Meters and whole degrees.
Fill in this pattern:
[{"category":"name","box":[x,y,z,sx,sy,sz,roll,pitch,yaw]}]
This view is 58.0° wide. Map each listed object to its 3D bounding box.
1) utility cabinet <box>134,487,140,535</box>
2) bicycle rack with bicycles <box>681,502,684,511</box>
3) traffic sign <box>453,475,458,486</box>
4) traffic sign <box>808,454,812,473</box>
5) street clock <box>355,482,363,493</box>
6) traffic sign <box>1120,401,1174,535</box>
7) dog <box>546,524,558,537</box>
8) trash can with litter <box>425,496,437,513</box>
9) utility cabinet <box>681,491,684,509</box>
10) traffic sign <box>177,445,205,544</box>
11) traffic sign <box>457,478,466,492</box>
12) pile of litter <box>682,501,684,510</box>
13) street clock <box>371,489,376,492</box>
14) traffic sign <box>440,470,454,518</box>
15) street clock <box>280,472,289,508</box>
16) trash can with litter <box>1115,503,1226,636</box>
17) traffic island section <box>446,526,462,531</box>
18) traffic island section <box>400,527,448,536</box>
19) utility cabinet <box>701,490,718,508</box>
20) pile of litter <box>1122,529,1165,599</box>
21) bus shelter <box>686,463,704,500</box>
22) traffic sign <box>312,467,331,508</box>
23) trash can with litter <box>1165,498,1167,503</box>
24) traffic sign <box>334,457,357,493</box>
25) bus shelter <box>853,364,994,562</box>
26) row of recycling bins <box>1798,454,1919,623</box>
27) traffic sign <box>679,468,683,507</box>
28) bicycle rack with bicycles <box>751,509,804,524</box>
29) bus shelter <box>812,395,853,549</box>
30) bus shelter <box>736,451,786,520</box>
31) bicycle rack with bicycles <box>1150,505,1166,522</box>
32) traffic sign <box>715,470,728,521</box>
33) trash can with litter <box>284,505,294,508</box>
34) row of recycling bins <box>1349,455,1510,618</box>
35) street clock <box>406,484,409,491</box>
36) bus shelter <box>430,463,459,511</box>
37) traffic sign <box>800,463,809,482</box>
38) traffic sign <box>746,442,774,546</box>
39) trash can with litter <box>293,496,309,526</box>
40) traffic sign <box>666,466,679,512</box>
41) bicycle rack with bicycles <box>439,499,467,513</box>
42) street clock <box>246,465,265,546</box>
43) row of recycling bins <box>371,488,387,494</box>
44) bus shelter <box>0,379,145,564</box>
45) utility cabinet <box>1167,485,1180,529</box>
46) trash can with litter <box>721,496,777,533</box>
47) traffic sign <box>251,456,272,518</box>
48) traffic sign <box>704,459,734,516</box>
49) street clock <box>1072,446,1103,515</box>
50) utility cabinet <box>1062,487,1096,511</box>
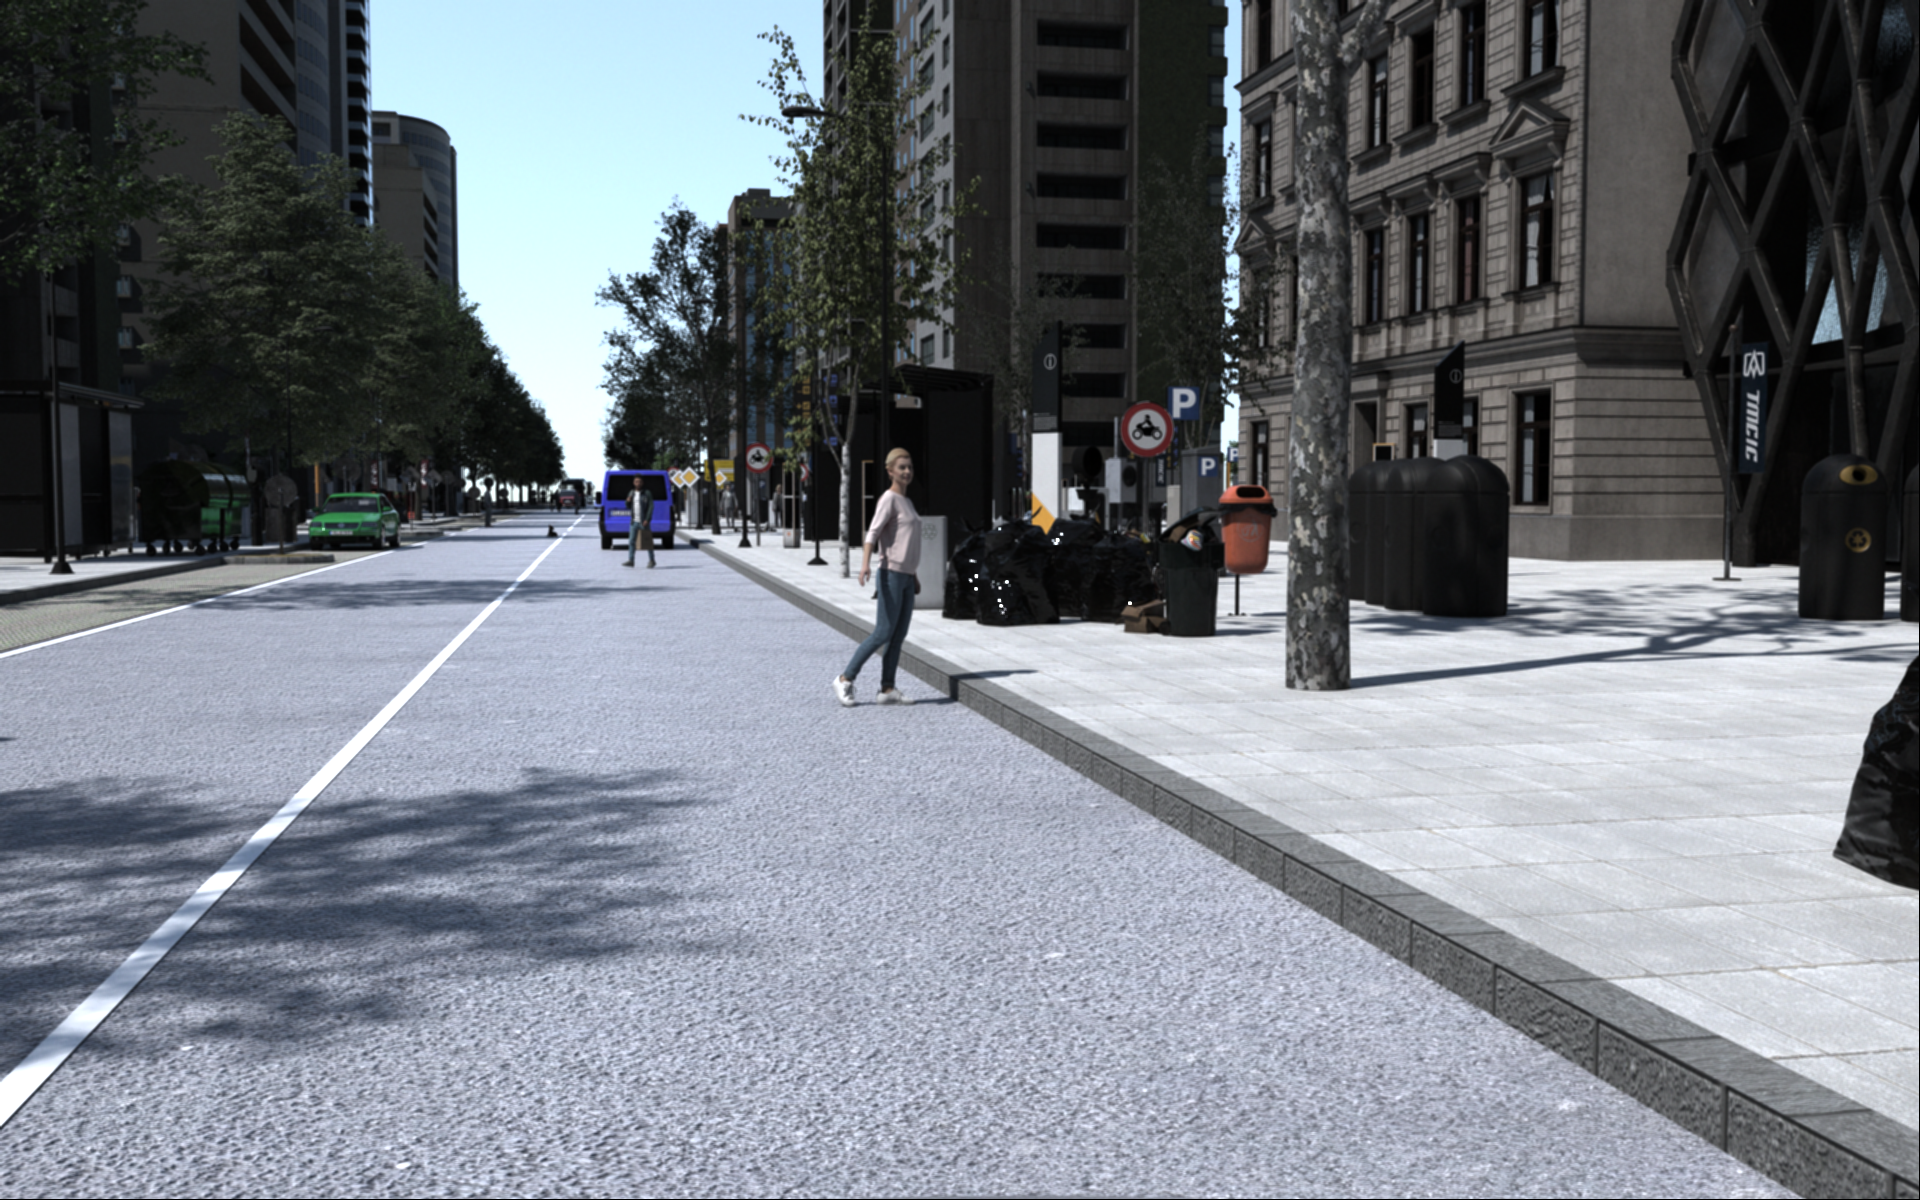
[{"category":"utility cabinet","box":[-25.338,-2.703,52.875,0.318,1.500,1.173,-1,4,-12]},{"category":"bicycle rack with bicycles","box":[-19.096,-6.750,123.738,2.852,0.926,2.925,1,4,23]},{"category":"traffic sign","box":[-33.843,-7.054,115.443,0.768,2.556,0.104,-1,4,-10]},{"category":"traffic sign","box":[-4.063,-3.094,50.690,0.768,2.556,0.104,0,4,-5]},{"category":"street clock","box":[-37.431,-6.320,107.895,0.358,2.002,0.471,2,4,28]},{"category":"traffic sign","box":[2.561,-1.454,23.874,0.768,2.556,0.104,-1,4,-11]},{"category":"dog","box":[-13.742,-2.315,58.051,0.550,0.427,0.748,0,4,8]},{"category":"trash can with litter","box":[-41.563,-7.616,135.907,0.624,1.170,1.055,0,4,2]},{"category":"utility cabinet","box":[-22.354,-7.873,137.403,1.173,1.500,0.318,3,5,43]},{"category":"traffic sign","box":[-19.773,-2.724,44.644,0.768,2.556,0.104,-1,4,-9]},{"category":"traffic sign","box":[-40.487,-8.597,140.668,0.768,2.556,0.104,0,4,-4]},{"category":"pile of litter","box":[-21.241,-7.441,135.619,1.719,0.858,1.176,3,4,38]},{"category":"street clock","box":[-36.167,-6.256,106.858,0.358,2.002,0.471,1,4,21]},{"category":"traffic sign","box":[-27.574,-5.688,93.097,0.768,2.556,0.104,-1,4,-10]},{"category":"street clock","box":[-22.344,-3.215,57.130,0.471,2.002,0.358,2,4,34]},{"category":"trash can with litter","box":[1.887,-0.270,15.808,1.055,1.170,0.624,3,5,42]},{"category":"traffic island section","box":[-20.662,-2.794,67.970,2.009,0.180,2.903,-1,4,-12]},{"category":"traffic island section","box":[-19.057,-2.316,60.147,2.009,0.180,2.903,-1,4,-12]},{"category":"utility cabinet","box":[-14.852,-5.760,102.857,1.173,1.500,0.318,0,4,-3]},{"category":"pile of litter","box":[2.203,-0.462,21.511,1.719,0.858,1.176,2,4,28]},{"category":"bus shelter","box":[-17.666,-7.544,117.275,2.014,3.302,5.546,-1,4,-12]},{"category":"traffic sign","box":[-30.567,-5.074,82.962,0.884,2.594,0.081,0,4,-4]},{"category":"trash can with litter","box":[7.718,-3.080,61.749,1.055,1.170,0.624,-3,5,-43]},{"category":"traffic sign","box":[-21.121,-3.635,59.538,0.768,2.556,0.104,0,4,-4]},{"category":"bus shelter","box":[-0.766,-2.640,34.447,1.731,3.624,6.357,-1,4,-12]},{"category":"row of recycling bins","box":[10.185,-0.609,17.070,3.534,1.692,1.069,3,4,38]},{"category":"traffic sign","box":[-13.842,-5.209,85.269,0.768,2.556,0.104,0,4,-4]},{"category":"bicycle rack with bicycles","box":[-7.341,-3.735,74.450,2.925,0.926,2.852,0,4,2]},{"category":"bus shelter","box":[-2.870,-3.194,43.501,1.731,3.624,6.357,-1,4,-12]},{"category":"bus shelter","box":[-9.355,-5.372,81.762,2.014,3.302,5.546,-1,4,-12]},{"category":"bicycle rack with bicycles","box":[9.509,-4.185,81.802,2.925,0.926,2.852,3,5,41]},{"category":"traffic sign","box":[-11.589,-5.028,83.397,0.795,2.450,0.064,-1,4,-8]},{"category":"trash can with litter","box":[-26.372,-3.405,67.056,1.055,1.170,0.624,0,4,2]},{"category":"row of recycling bins","box":[5.204,-0.767,19.649,1.069,1.692,3.534,0,4,-4]},{"category":"street clock","box":[-36.709,-6.772,115.295,0.358,2.002,0.471,-2,4,-26]},{"category":"bus shelter","box":[-39.035,-8.576,131.499,1.731,3.624,6.357,-1,4,-12]},{"category":"traffic sign","box":[-6.619,-4.363,71.449,0.768,2.556,0.104,0,4,-3]},{"category":"traffic sign","box":[-4.984,-2.609,42.766,0.768,2.556,0.104,-1,4,-11]},{"category":"trash can with litter","box":[-26.623,-3.622,70.275,1.678,1.210,2.233,2,4,29]},{"category":"traffic sign","box":[-13.222,-4.889,80.048,0.768,2.556,0.104,0,4,-2]},{"category":"bicycle rack with bicycles","box":[-35.229,-6.567,120.747,2.852,0.926,2.925,0,4,5]},{"category":"street clock","box":[-17.292,-2.324,42.562,0.471,2.002,0.358,3,4,36]},{"category":"row of recycling bins","box":[-41.219,-6.973,121.118,3.534,1.692,1.069,3,4,37]},{"category":"bus shelter","box":[-17.832,-3.386,32.995,2.179,5.291,8.768,-1,4,-11]},{"category":"utility cabinet","box":[5.894,-2.179,44.313,1.173,1.500,0.318,2,4,25]},{"category":"trash can with litter","box":[-7.054,-2.895,58.386,2.233,1.210,1.678,-3,5,-42]},{"category":"traffic sign","box":[-18.913,-2.734,46.828,0.606,2.300,0.079,0,4,-3]},{"category":"traffic sign","box":[-13.830,-6.572,101.317,2.265,3.308,0.079,0,4,-3]},{"category":"street clock","box":[1.915,-1.319,26.139,0.358,2.002,0.471,3,5,43]},{"category":"utility cabinet","box":[3.937,-2.988,57.533,1.173,1.500,0.318,-2,4,-25]}]
